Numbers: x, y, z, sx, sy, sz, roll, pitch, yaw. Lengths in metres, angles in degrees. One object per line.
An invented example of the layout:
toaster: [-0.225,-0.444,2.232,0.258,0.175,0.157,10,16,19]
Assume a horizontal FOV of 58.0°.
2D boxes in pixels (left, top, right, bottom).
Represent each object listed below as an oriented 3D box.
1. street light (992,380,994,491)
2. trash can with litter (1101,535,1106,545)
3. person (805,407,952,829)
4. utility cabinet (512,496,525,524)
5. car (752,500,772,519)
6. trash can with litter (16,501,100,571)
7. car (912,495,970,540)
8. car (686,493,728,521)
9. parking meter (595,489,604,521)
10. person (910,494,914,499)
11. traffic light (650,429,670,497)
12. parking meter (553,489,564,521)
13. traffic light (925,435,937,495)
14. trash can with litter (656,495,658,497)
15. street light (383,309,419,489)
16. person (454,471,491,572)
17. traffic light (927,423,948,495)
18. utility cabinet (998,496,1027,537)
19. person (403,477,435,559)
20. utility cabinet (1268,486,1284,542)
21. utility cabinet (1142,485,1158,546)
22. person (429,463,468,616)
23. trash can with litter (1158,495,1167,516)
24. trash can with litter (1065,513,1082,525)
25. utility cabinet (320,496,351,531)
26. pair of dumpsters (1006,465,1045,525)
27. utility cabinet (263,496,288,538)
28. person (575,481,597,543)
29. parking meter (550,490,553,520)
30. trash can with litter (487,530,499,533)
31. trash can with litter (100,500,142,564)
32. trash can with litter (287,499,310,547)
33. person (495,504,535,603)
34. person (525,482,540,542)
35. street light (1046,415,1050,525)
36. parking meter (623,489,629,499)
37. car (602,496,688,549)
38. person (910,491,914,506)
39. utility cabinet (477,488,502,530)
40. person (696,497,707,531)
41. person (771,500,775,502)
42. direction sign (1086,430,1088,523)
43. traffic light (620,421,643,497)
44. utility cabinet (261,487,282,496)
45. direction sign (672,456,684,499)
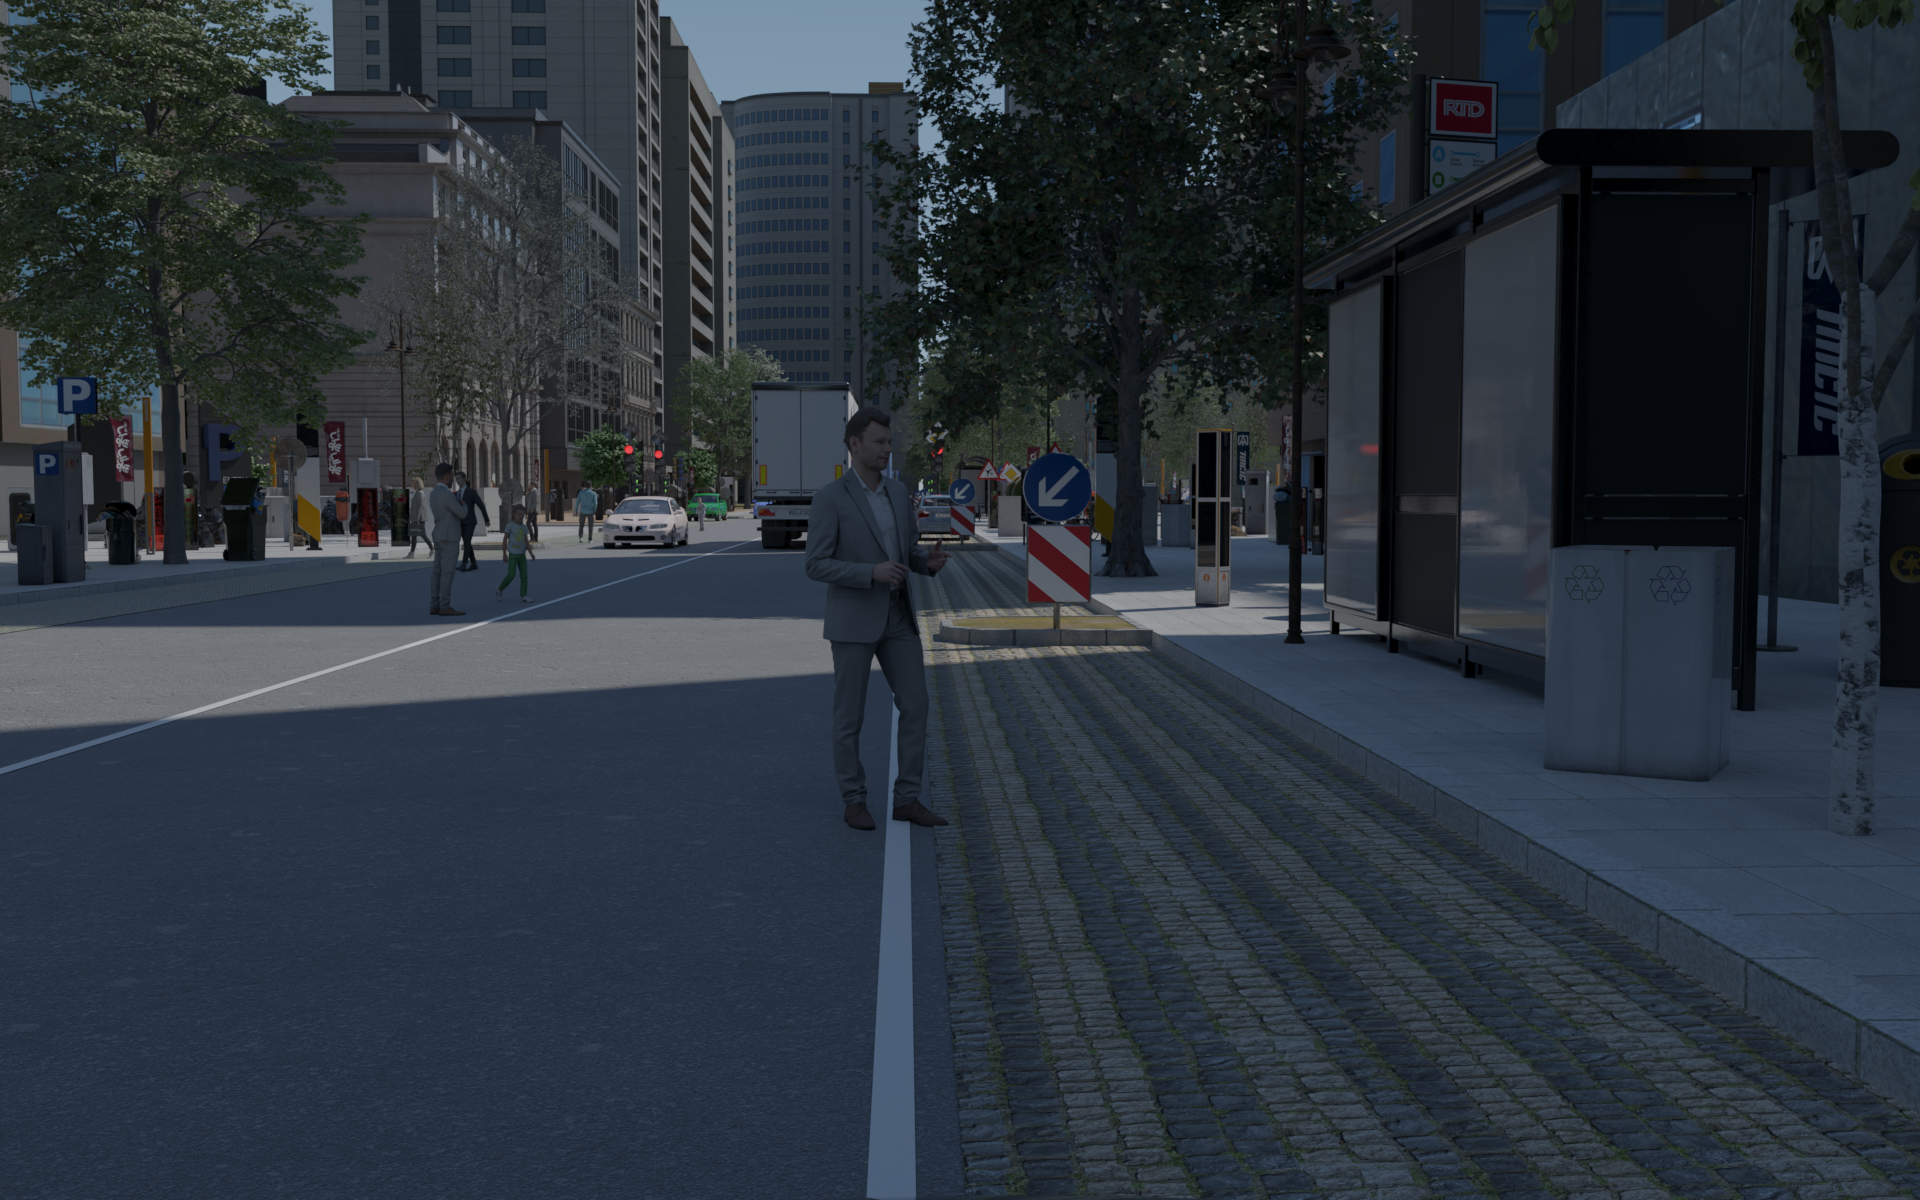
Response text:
street light: [1.249,-5.711,66.159,0.468,5.910,1.993,0,4,-2]
trash can with litter: [3.988,-1.969,43.576,1.055,1.170,0.624,-1,4,-12]
person: [-0.324,0.080,7.397,0.583,1.804,0.606,3,5,43]
utility cabinet: [-16.385,-3.178,63.121,1.020,1.237,0.306,0,4,8]
car: [-11.030,-5.548,100.304,1.945,1.707,3.694,0,4,-2]
trash can with litter: [-14.467,-0.996,27.676,1.055,1.170,0.624,0,4,-7]
car: [-0.600,-2.598,54.472,2.014,1.417,4.499,0,4,-2]
car: [-13.384,-5.062,91.562,1.959,1.807,4.718,0,4,-1]
parking meter: [-18.956,-5.061,91.159,0.372,1.533,0.369,0,3,0]
person: [-5.127,-10.244,179.182,0.628,1.438,0.799,3,4,37]
traffic light: [-12.913,-5.239,74.574,0.839,4.253,0.868,0,4,-2]
parking meter: [-18.945,-4.502,82.019,0.372,1.533,0.369,0,3,0]
traffic light: [-1.108,-5.263,74.968,0.839,4.253,0.868,0,4,-2]
trash can with litter: [-21.063,-6.651,119.799,1.678,1.210,2.233,-1,4,-17]
street light: [-13.994,-4.326,43.526,0.468,5.910,1.993,0,4,-2]
person: [-9.163,-1.452,32.019,0.659,1.850,0.755,2,4,27]
traffic light: [-0.851,-4.775,66.987,0.839,4.253,0.868,0,4,-2]
utility cabinet: [1.661,-2.509,52.181,1.020,1.237,0.306,0,4,4]
person: [-11.894,-1.801,38.134,0.728,1.800,0.709,-2,4,-25]
utility cabinet: [8.453,-2.278,45.917,0.318,1.500,1.173,0,4,-1]
utility cabinet: [4.295,-2.041,42.049,1.173,1.500,0.318,-3,5,-39]
person: [-6.042,-0.725,20.542,0.511,1.800,0.466,3,4,37]
trash can with litter: [11.710,-5.565,102.048,1.678,1.210,2.233,3,5,43]
trash can with litter: [3.826,-2.687,55.313,1.055,1.170,0.624,3,5,41]
utility cabinet: [-21.429,-2.948,59.368,1.020,1.237,0.306,-3,4,-35]
pair of dumpsters: [2.490,-3.508,59.845,1.574,2.255,4.437,0,4,-2]
utility cabinet: [-20.218,-2.404,50.462,1.020,1.237,0.306,-1,4,-21]
person: [-10.904,-2.566,50.473,0.660,1.820,0.620,0,4,-4]
parking meter: [-20.166,-4.747,86.016,0.372,1.533,0.369,0,3,0]
trash can with litter: [-15.700,-2.791,56.686,2.233,1.210,1.678,-1,4,-14]
trash can with litter: [-15.331,-1.239,31.644,0.624,1.170,1.055,-1,4,-16]
trash can with litter: [-16.213,-1.912,42.645,0.624,1.170,1.055,-1,4,-15]
person: [-5.899,-0.624,22.944,0.590,1.304,0.306,2,4,27]
person: [-12.641,-2.598,51.158,0.473,1.802,0.592,0,4,3]
street light: [2.067,-4.140,40.470,0.468,5.910,1.993,0,4,-2]
parking meter: [-21.292,-6.310,111.571,0.372,1.533,0.369,0,3,0]
car: [-8.509,-2.126,47.116,2.083,1.381,4.827,0,4,-2]
person: [-5.034,-10.525,181.142,0.434,1.755,0.990,1,4,13]
utility cabinet: [-16.432,-3.178,60.647,0.318,1.500,1.173,1,4,21]
person: [-10.013,-3.317,67.012,0.425,1.301,0.394,0,4,6]
person: [-9.027,-4.674,85.263,0.374,1.781,0.599,-3,5,-43]
direction sign: [4.521,-4.257,61.604,0.379,3.537,0.876,0,4,7]
traffic light: [-12.656,-4.751,66.593,0.839,4.253,0.868,0,4,-2]
utility cabinet: [-21.513,-2.775,54.045,0.318,1.500,1.173,0,4,1]
direction sign: [-16.751,-6.777,102.798,0.379,3.537,0.876,3,4,37]
